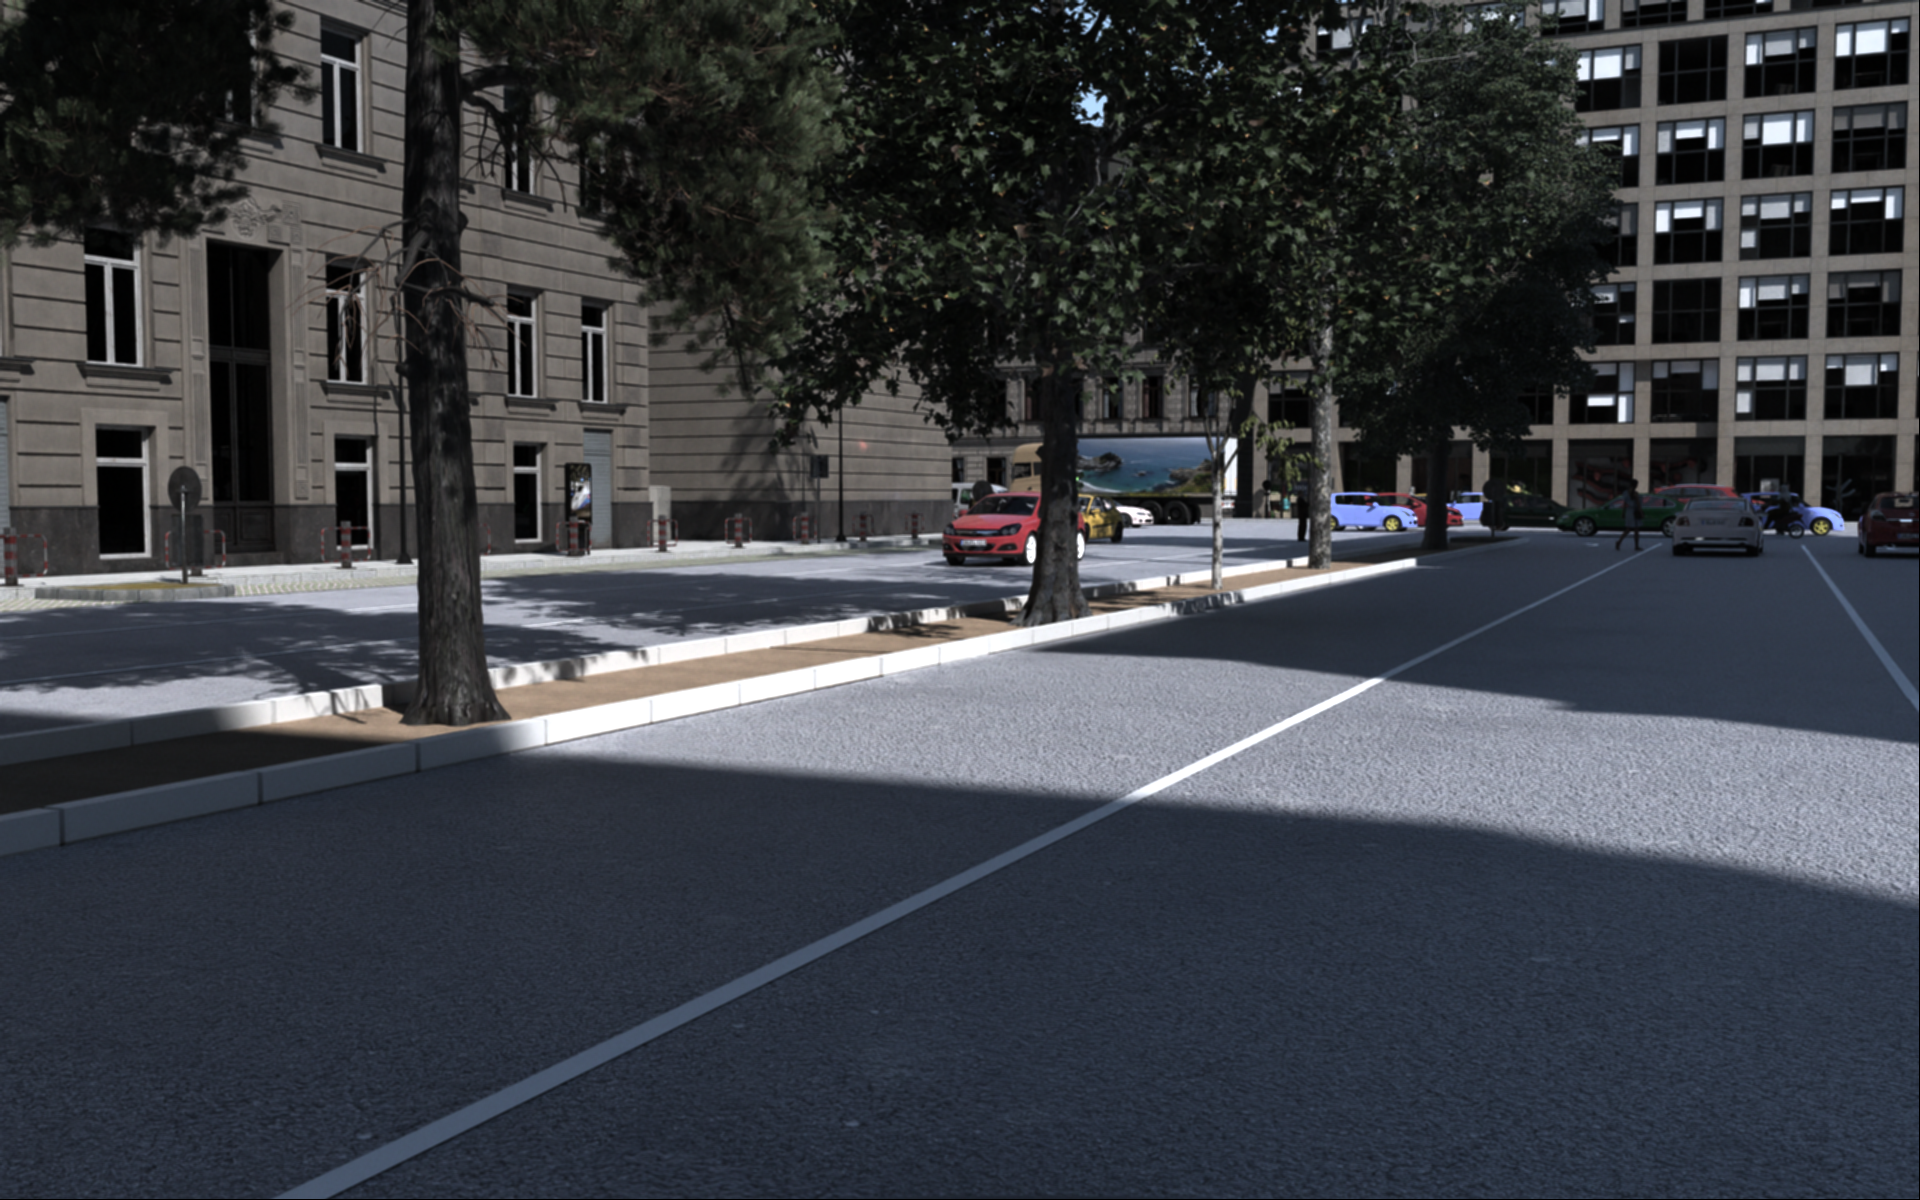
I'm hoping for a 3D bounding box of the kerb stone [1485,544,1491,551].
[{"bbox_3d":[13.007,-1.270,43.084,0.120,0.150,1.000,2,4,25],"label":"kerb stone"}]

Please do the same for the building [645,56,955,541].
[{"bbox_3d":[-13.554,-15.857,56.529,25.104,27.353,12.463,2,4,25],"label":"building"}]

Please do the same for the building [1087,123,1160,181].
[{"bbox_3d":[20.110,-35.908,210.791,21.600,48.544,21.300,2,4,25],"label":"building"}]

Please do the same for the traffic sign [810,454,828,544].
[{"bbox_3d":[-3.655,-2.613,44.844,0.606,2.300,0.079,2,4,34],"label":"traffic sign"}]

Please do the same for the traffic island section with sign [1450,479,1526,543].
[{"bbox_3d":[15.717,-2.642,51.332,2.006,1.907,1.989,2,4,25],"label":"traffic island section with sign"}]

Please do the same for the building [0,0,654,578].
[{"bbox_3d":[-17.556,-14.360,32.055,12.463,27.353,25.104,2,4,25],"label":"building"}]

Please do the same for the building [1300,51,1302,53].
[{"bbox_3d":[38.137,-31.069,162.605,22.147,44.769,28.867,2,4,25],"label":"building"}]

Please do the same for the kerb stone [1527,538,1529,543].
[{"bbox_3d":[16.482,-1.735,50.561,0.120,0.150,1.000,2,4,25],"label":"kerb stone"}]

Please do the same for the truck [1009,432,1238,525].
[{"bbox_3d":[7.245,-5.655,81.377,11.283,4.237,2.839,2,4,24],"label":"truck"}]

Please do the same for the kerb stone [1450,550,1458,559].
[{"bbox_3d":[10.841,-0.992,38.411,0.120,0.150,1.000,2,4,25],"label":"kerb stone"}]

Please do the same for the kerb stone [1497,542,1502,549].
[{"bbox_3d":[13.881,-1.392,44.957,0.120,0.150,1.000,2,4,25],"label":"kerb stone"}]

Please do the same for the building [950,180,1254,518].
[{"bbox_3d":[8.120,-14.349,99.230,19.286,19.102,10.561,2,4,25],"label":"building"}]

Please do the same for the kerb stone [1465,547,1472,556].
[{"bbox_3d":[11.710,-1.106,40.279,0.120,0.150,1.000,2,4,25],"label":"kerb stone"}]

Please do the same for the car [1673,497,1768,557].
[{"bbox_3d":[18.124,-1.772,41.335,2.083,1.381,4.827,2,4,26],"label":"car"}]

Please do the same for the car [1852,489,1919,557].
[{"bbox_3d":[21.945,-1.907,40.226,2.155,1.783,4.494,2,4,25],"label":"car"}]

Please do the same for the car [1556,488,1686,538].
[{"bbox_3d":[22.582,-3.029,58.318,4.718,1.807,1.959,2,4,25],"label":"car"}]

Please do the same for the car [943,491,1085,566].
[{"bbox_3d":[1.157,-1.640,35.849,2.155,1.783,4.494,2,4,24],"label":"car"}]

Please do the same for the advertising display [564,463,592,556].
[{"bbox_3d":[-7.930,-1.884,36.013,0.123,1.923,0.974,1,4,15],"label":"advertising display"}]

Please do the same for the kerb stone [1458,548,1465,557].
[{"bbox_3d":[11.276,-1.044,39.343,0.120,0.150,1.000,2,4,25],"label":"kerb stone"}]

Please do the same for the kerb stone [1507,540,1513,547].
[{"bbox_3d":[14.753,-1.506,46.823,0.120,0.150,1.000,2,4,25],"label":"kerb stone"}]

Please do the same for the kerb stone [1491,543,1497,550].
[{"bbox_3d":[13.445,-1.335,44.020,0.120,0.150,1.000,2,4,25],"label":"kerb stone"}]

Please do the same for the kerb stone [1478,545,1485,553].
[{"bbox_3d":[12.577,-1.220,42.145,0.120,0.150,1.000,2,4,25],"label":"kerb stone"}]

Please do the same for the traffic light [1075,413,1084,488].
[{"bbox_3d":[3.592,-4.136,56.543,0.839,4.253,0.868,2,4,25],"label":"traffic light"}]

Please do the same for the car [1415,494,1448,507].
[{"bbox_3d":[20.519,-4.050,76.444,2.015,1.641,3.980,2,4,24],"label":"car"}]

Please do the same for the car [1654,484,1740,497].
[{"bbox_3d":[28.903,-3.743,69.872,5.304,1.827,2.281,2,4,26],"label":"car"}]

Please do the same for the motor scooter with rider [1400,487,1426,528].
[{"bbox_3d":[18.698,-3.774,70.672,1.986,1.779,0.876,2,4,26],"label":"motor scooter with rider"}]

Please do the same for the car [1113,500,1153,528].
[{"bbox_3d":[5.945,-3.806,74.586,4.827,1.381,2.083,2,4,24],"label":"car"}]

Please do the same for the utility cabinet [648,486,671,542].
[{"bbox_3d":[-8.043,-2.311,46.468,0.318,1.500,1.173,0,4,6],"label":"utility cabinet"}]

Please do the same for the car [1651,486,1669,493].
[{"bbox_3d":[33.517,-4.239,77.978,5.304,1.827,2.281,2,4,24],"label":"car"}]

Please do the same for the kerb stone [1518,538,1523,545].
[{"bbox_3d":[15.617,-1.619,48.690,0.120,0.150,1.000,2,4,25],"label":"kerb stone"}]

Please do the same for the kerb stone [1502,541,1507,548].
[{"bbox_3d":[14.309,-1.450,45.896,0.120,0.150,1.000,2,4,25],"label":"kerb stone"}]

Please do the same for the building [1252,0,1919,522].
[{"bbox_3d":[34.755,-17.541,91.315,34.151,26.468,19.350,2,4,25],"label":"building"}]

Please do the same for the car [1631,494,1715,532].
[{"bbox_3d":[26.650,-3.405,65.456,4.222,1.686,2.009,2,4,23],"label":"car"}]

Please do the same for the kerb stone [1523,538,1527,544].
[{"bbox_3d":[16.044,-1.678,49.625,0.120,0.150,1.000,2,4,25],"label":"kerb stone"}]

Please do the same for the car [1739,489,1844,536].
[{"bbox_3d":[28.879,-3.119,60.586,3.694,1.707,1.945,2,4,24],"label":"car"}]

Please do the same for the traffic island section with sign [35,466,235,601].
[{"bbox_3d":[-11.256,-0.938,23.964,1.989,1.847,2.006,2,4,25],"label":"traffic island section with sign"}]

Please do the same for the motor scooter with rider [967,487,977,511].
[{"bbox_3d":[0.730,-3.163,60.672,1.986,1.779,0.876,2,4,26],"label":"motor scooter with rider"}]

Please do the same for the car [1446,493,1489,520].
[{"bbox_3d":[24.092,-4.439,82.168,3.694,1.707,1.945,2,4,25],"label":"car"}]

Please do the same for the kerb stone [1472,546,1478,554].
[{"bbox_3d":[12.139,-1.163,41.215,0.120,0.150,1.000,2,4,25],"label":"kerb stone"}]

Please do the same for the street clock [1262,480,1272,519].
[{"bbox_3d":[15.914,-5.212,89.793,0.471,2.002,0.358,1,4,19],"label":"street clock"}]

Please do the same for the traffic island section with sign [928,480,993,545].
[{"bbox_3d":[0.422,-2.475,49.099,1.989,1.847,2.006,2,4,25],"label":"traffic island section with sign"}]

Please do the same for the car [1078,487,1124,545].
[{"bbox_3d":[3.332,-2.442,50.152,2.015,1.641,3.980,2,4,27],"label":"car"}]

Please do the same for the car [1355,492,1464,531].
[{"bbox_3d":[17.406,-3.593,67.792,4.494,1.783,2.155,1,4,23],"label":"car"}]

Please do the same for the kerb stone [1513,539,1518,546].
[{"bbox_3d":[15.188,-1.560,47.757,0.120,0.150,1.000,2,4,25],"label":"kerb stone"}]

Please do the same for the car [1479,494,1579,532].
[{"bbox_3d":[22.107,-3.461,66.368,4.222,1.686,2.009,2,4,26],"label":"car"}]

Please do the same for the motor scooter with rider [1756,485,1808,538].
[{"bbox_3d":[26.479,-2.895,56.305,1.986,1.779,0.876,2,4,26],"label":"motor scooter with rider"}]

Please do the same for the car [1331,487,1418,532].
[{"bbox_3d":[15.579,-3.459,66.148,3.694,1.707,1.945,2,4,25],"label":"car"}]
